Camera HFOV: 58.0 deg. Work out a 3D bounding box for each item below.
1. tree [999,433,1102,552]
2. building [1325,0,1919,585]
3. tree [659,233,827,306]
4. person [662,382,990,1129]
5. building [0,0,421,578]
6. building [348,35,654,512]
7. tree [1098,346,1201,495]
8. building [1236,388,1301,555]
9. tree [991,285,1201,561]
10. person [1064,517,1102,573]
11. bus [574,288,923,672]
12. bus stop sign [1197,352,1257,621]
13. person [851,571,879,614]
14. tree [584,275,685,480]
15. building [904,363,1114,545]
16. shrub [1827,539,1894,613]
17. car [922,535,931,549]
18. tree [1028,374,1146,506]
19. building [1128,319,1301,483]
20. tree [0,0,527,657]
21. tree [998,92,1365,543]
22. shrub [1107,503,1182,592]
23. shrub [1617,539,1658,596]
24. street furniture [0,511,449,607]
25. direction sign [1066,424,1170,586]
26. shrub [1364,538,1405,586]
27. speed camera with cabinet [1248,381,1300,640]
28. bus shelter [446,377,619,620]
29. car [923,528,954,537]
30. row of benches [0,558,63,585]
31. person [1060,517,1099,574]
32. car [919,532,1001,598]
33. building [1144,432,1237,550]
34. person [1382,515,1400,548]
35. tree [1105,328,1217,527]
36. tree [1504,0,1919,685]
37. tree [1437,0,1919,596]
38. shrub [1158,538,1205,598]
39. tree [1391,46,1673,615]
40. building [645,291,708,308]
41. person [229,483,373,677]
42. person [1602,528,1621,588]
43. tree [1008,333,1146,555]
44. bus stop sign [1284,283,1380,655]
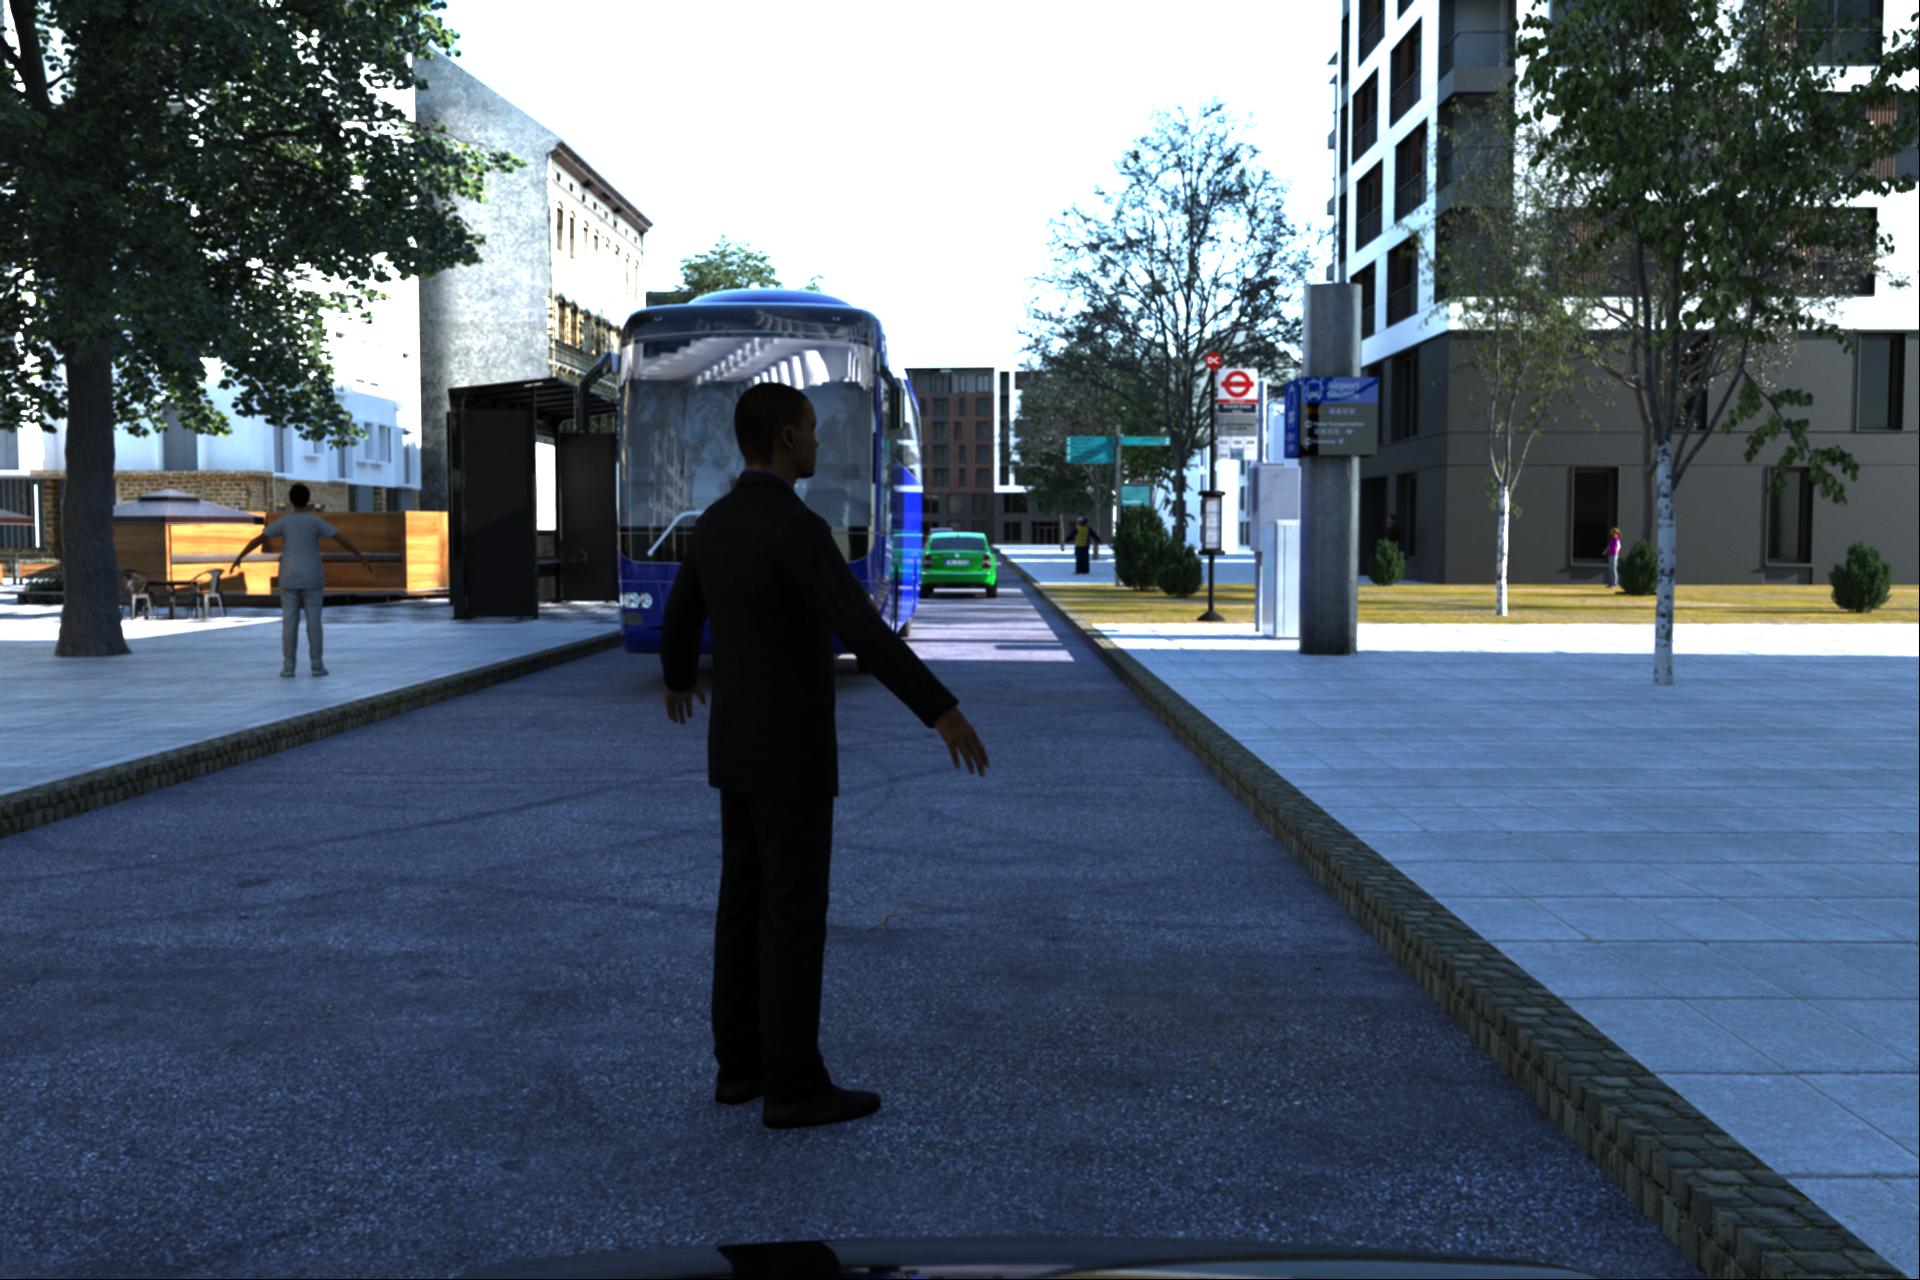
[{"bbox_3d":[7.358,-11.675,125.304,8.767,10.594,7.601,-1,4,-20],"label":"tree"},{"bbox_3d":[26.321,-13.171,59.323,27.936,21.610,32.646,0,4,0],"label":"building"},{"bbox_3d":[-8.891,-10.196,73.354,9.857,13.997,8.962,0,3,0],"label":"tree"},{"bbox_3d":[-0.436,0.268,4.304,0.704,1.802,1.346,-3,4,-38],"label":"person"},{"bbox_3d":[-25.250,-11.928,51.447,16.016,20.090,11.380,0,4,1],"label":"building"},{"bbox_3d":[-24.771,-14.961,75.542,19.493,23.208,18.063,0,4,1],"label":"building"},{"bbox_3d":[7.256,-7.260,69.069,4.737,8.622,4.395,0,3,0],"label":"tree"},{"bbox_3d":[22.209,-9.552,98.328,9.099,9.664,28.070,0,4,1],"label":"building"},{"bbox_3d":[6.691,-10.596,83.610,12.009,13.543,11.850,0,3,0],"label":"tree"},{"bbox_3d":[4.056,-3.113,56.825,1.347,1.837,0.705,-1,4,-18],"label":"person"},{"bbox_3d":[-1.889,-1.814,21.205,2.896,3.916,12.251,0,4,0],"label":"bus"},{"bbox_3d":[3.936,-2.252,25.520,0.855,3.939,0.416,0,4,0],"label":"bus stop sign"},{"bbox_3d":[-1.198,-0.146,11.118,1.348,1.796,0.705,0,4,3],"label":"person"},{"bbox_3d":[-9.303,-6.086,49.870,4.360,8.622,3.978,0,3,0],"label":"tree"},{"bbox_3d":[3.277,-22.886,220.610,32.646,21.610,27.936,0,4,6],"label":"building"},{"bbox_3d":[14.700,-1.050,28.288,1.383,1.207,1.383,0,3,0],"label":"shrub"},{"bbox_3d":[-0.427,-2.666,53.380,2.009,1.686,4.222,0,3,0],"label":"car"},{"bbox_3d":[7.242,-9.847,95.418,7.601,10.594,8.767,-1,4,-15],"label":"tree"},{"bbox_3d":[28.218,-21.701,185.744,19.493,23.208,18.063,0,4,0],"label":"building"},{"bbox_3d":[-9.245,-6.816,18.091,9.857,13.997,8.962,0,3,0],"label":"tree"},{"bbox_3d":[6.254,-8.464,48.757,12.009,13.543,11.850,0,3,0],"label":"tree"},{"bbox_3d":[4.143,-2.101,38.769,1.690,2.028,1.600,0,3,0],"label":"shrub"},{"bbox_3d":[14.100,-1.513,35.847,1.383,1.207,1.383,0,3,0],"label":"shrub"},{"bbox_3d":[-13.741,-1.726,35.072,11.010,1.723,9.812,1,4,15],"label":"street furniture"},{"bbox_3d":[3.861,-3.240,41.740,2.525,3.948,1.411,0,4,-1],"label":"direction sign"},{"bbox_3d":[10.486,-1.934,42.743,1.383,1.207,1.383,0,3,0],"label":"shrub"},{"bbox_3d":[4.094,-1.682,21.844,0.660,3.252,2.038,0,4,1],"label":"speed camera with cabinet"},{"bbox_3d":[-6.831,-2.308,29.019,1.731,3.624,6.357,0,4,1],"label":"bus shelter"},{"bbox_3d":[-1.174,-6.160,109.395,2.281,1.827,5.304,0,4,0],"label":"car"},{"bbox_3d":[-23.556,-1.751,44.099,4.104,0.672,1.422,-3,5,-43],"label":"row of benches"},{"bbox_3d":[3.855,-3.017,55.299,1.349,1.833,0.705,-1,4,-23],"label":"person"},{"bbox_3d":[-0.030,-1.917,40.134,1.959,1.807,4.718,0,4,1],"label":"car"},{"bbox_3d":[21.984,-13.018,154.990,9.099,9.664,28.070,0,4,1],"label":"building"},{"bbox_3d":[11.717,-2.508,47.139,0.704,1.812,1.346,0,4,-7],"label":"person"},{"bbox_3d":[6.825,-6.778,61.183,4.737,8.622,4.395,0,3,0],"label":"tree"},{"bbox_3d":[6.090,-3.911,14.316,4.737,8.622,4.395,0,3,0],"label":"tree"},{"bbox_3d":[14.588,-7.696,36.207,12.009,13.543,11.850,0,3,0],"label":"tree"},{"bbox_3d":[4.454,-1.454,34.887,1.383,1.207,1.383,0,3,0],"label":"shrub"},{"bbox_3d":[8.343,-4.700,27.203,4.360,8.622,3.978,0,3,0],"label":"tree"},{"bbox_3d":[-25.778,-19.467,162.264,27.936,21.610,32.646,0,4,1],"label":"building"},{"bbox_3d":[-5.957,-0.545,15.679,1.217,1.739,0.721,-1,4,-18],"label":"person"},{"bbox_3d":[15.545,-1.964,41.380,0.599,1.433,0.991,0,4,4],"label":"person"},{"bbox_3d":[7.322,-12.247,106.898,9.857,13.997,8.962,0,3,0],"label":"tree"},{"bbox_3d":[3.956,-1.804,18.516,0.837,3.901,0.837,0,4,0],"label":"bus stop sign"}]
